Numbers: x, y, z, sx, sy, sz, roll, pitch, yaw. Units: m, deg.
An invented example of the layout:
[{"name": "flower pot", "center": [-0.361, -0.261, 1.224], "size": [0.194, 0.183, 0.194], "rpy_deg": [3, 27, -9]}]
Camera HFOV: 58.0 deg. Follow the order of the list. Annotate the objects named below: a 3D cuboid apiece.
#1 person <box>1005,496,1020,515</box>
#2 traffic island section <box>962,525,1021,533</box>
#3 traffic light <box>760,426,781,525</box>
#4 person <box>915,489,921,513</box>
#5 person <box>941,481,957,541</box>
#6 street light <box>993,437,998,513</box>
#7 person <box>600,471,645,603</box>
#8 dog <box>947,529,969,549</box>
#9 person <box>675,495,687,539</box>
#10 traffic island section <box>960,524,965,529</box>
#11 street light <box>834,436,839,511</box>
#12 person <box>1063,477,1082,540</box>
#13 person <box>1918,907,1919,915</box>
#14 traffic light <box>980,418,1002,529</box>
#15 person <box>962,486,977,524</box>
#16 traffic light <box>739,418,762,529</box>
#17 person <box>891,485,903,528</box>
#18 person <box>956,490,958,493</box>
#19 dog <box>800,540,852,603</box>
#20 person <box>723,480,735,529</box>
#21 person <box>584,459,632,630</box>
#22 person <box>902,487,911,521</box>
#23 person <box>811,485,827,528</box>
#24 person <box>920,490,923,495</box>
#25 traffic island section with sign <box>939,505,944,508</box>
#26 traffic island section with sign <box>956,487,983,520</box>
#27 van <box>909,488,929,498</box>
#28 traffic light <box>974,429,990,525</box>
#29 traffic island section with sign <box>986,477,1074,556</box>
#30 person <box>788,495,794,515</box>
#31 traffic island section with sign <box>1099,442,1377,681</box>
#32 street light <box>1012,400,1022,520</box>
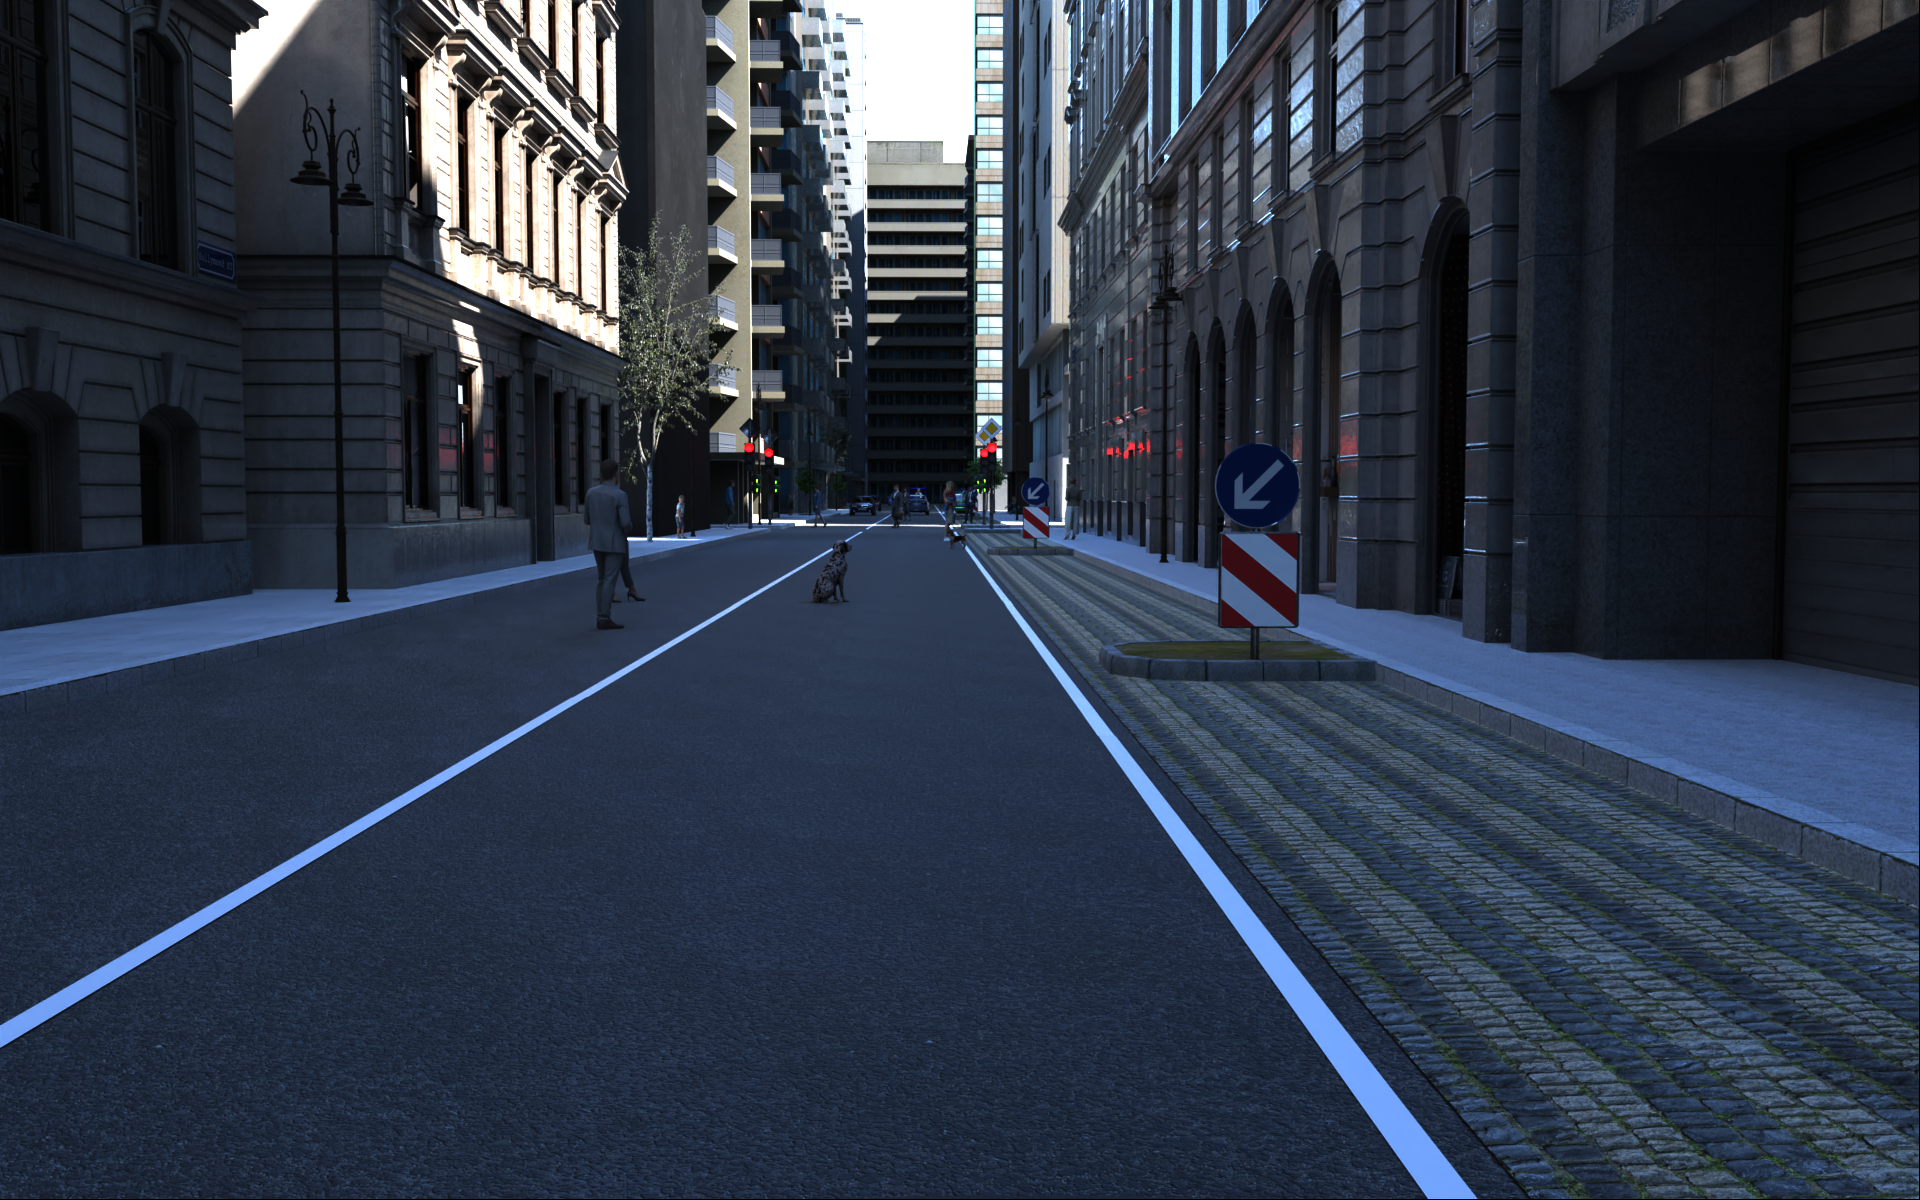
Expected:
[{"name": "person", "center": [3.287, -5.676, 104.349], "size": [1.012, 1.151, 0.738], "rpy_deg": [3, 5, 43]}, {"name": "traffic island section", "center": [1.189, -2.555, 64.061], "size": [2.009, 0.180, 2.903], "rpy_deg": [0, 4, -1]}, {"name": "traffic light", "center": [-7.866, -5.066, 71.742], "size": [0.839, 4.253, 0.868], "rpy_deg": [0, 4, -1]}, {"name": "person", "center": [-3.216, -7.588, 132.436], "size": [0.514, 1.842, 0.818], "rpy_deg": [-2, 4, -34]}, {"name": "person", "center": [-0.318, -2.706, 52.711], "size": [0.573, 1.828, 0.580], "rpy_deg": [-2, 4, -29]}, {"name": "street light", "center": [2.290, -8.747, 115.795], "size": [0.468, 5.910, 1.993], "rpy_deg": [0, 4, -1]}, {"name": "person", "center": [-4.472, -0.867, 22.944], "size": [0.573, 1.790, 0.520], "rpy_deg": [-1, 4, -9]}, {"name": "dog", "center": [-0.060, -1.600, 45.453], "size": [0.406, 0.507, 0.540], "rpy_deg": [2, 4, 27]}, {"name": "person", "center": [-8.021, -2.393, 49.850], "size": [0.332, 1.250, 0.352], "rpy_deg": [-3, 4, -36]}, {"name": "traffic island section", "center": [1.033, -3.044, 72.045], "size": [2.009, 0.180, 2.903], "rpy_deg": [0, 4, -1]}, {"name": "street light", "center": [-9.605, -9.894, 134.554], "size": [0.468, 5.910, 1.993], "rpy_deg": [0, 4, -1]}, {"name": "person", "center": [3.165, -2.581, 48.799], "size": [0.519, 1.759, 0.362], "rpy_deg": [-1, 4, -14]}, {"name": "person", "center": [2.252, 0.605, 3.629], "size": [0.505, 1.210, 0.382], "rpy_deg": [-2, 4, -29]}, {"name": "traffic light", "center": [1.149, -4.589, 63.946], "size": [0.839, 4.253, 0.868], "rpy_deg": [0, 4, -1]}, {"name": "person", "center": [0.468, -4.561, 83.261], "size": [0.721, 1.800, 0.419], "rpy_deg": [1, 4, 17]}, {"name": "traffic light", "center": [-7.710, -4.577, 63.758], "size": [0.839, 4.253, 0.868], "rpy_deg": [0, 4, -1]}, {"name": "person", "center": [-2.647, -3.929, 72.705], "size": [0.622, 1.834, 0.822], "rpy_deg": [2, 4, 33]}, {"name": "person", "center": [-0.235, -8.057, 140.980], "size": [0.466, 1.731, 0.760], "rpy_deg": [0, 4, 1]}, {"name": "dog", "center": [-1.830, -0.373, 22.928], "size": [0.800, 0.831, 0.513], "rpy_deg": [0, 4, -4]}, {"name": "person", "center": [-8.378, -3.450, 62.788], "size": [0.444, 1.785, 0.601], "rpy_deg": [-1, 4, -13]}, {"name": "person", "center": [-3.694, -0.599, 18.488], "size": [0.606, 1.804, 0.583], "rpy_deg": [2, 4, 24]}, {"name": "person", "center": [-2.924, -5.172, 93.336], "size": [0.520, 1.790, 0.573], "rpy_deg": [0, 4, -4]}, {"name": "person", "center": [-6.007, -3.988, 73.720], "size": [0.654, 1.822, 0.581], "rpy_deg": [1, 4, 10]}, {"name": "person", "center": [-3.253, -8.377, 145.716], "size": [0.529, 1.795, 0.600], "rpy_deg": [0, 4, -6]}, {"name": "traffic island section with sign", "center": [-0.950, -10.101, 173.780], "size": [1.989, 1.847, 2.006], "rpy_deg": [0, 4, -1]}, {"name": "traffic island section with sign", "center": [0.555, -5.411, 97.100], "size": [1.989, 1.847, 2.006], "rpy_deg": [0, 4, -1]}, {"name": "van", "center": [-4.291, -10.510, 176.224], "size": [2.240, 2.365, 5.245], "rpy_deg": [0, 4, -1]}, {"name": "traffic light", "center": [0.993, -5.077, 71.930], "size": [0.839, 4.253, 0.868], "rpy_deg": [0, 4, -1]}, {"name": "traffic island section with sign", "center": [1.640, -1.984, 41.059], "size": [1.989, 1.847, 2.006], "rpy_deg": [0, 4, -1]}, {"name": "person", "center": [-10.137, -5.692, 103.781], "size": [0.362, 1.253, 0.373], "rpy_deg": [1, 4, 23]}, {"name": "traffic island section with sign", "center": [2.171, -0.335, 14.109], "size": [1.989, 1.847, 2.006], "rpy_deg": [0, 4, -1]}, {"name": "street light", "center": [2.803, -6.853, 84.834], "size": [0.468, 5.910, 1.993], "rpy_deg": [0, 4, -1]}]
